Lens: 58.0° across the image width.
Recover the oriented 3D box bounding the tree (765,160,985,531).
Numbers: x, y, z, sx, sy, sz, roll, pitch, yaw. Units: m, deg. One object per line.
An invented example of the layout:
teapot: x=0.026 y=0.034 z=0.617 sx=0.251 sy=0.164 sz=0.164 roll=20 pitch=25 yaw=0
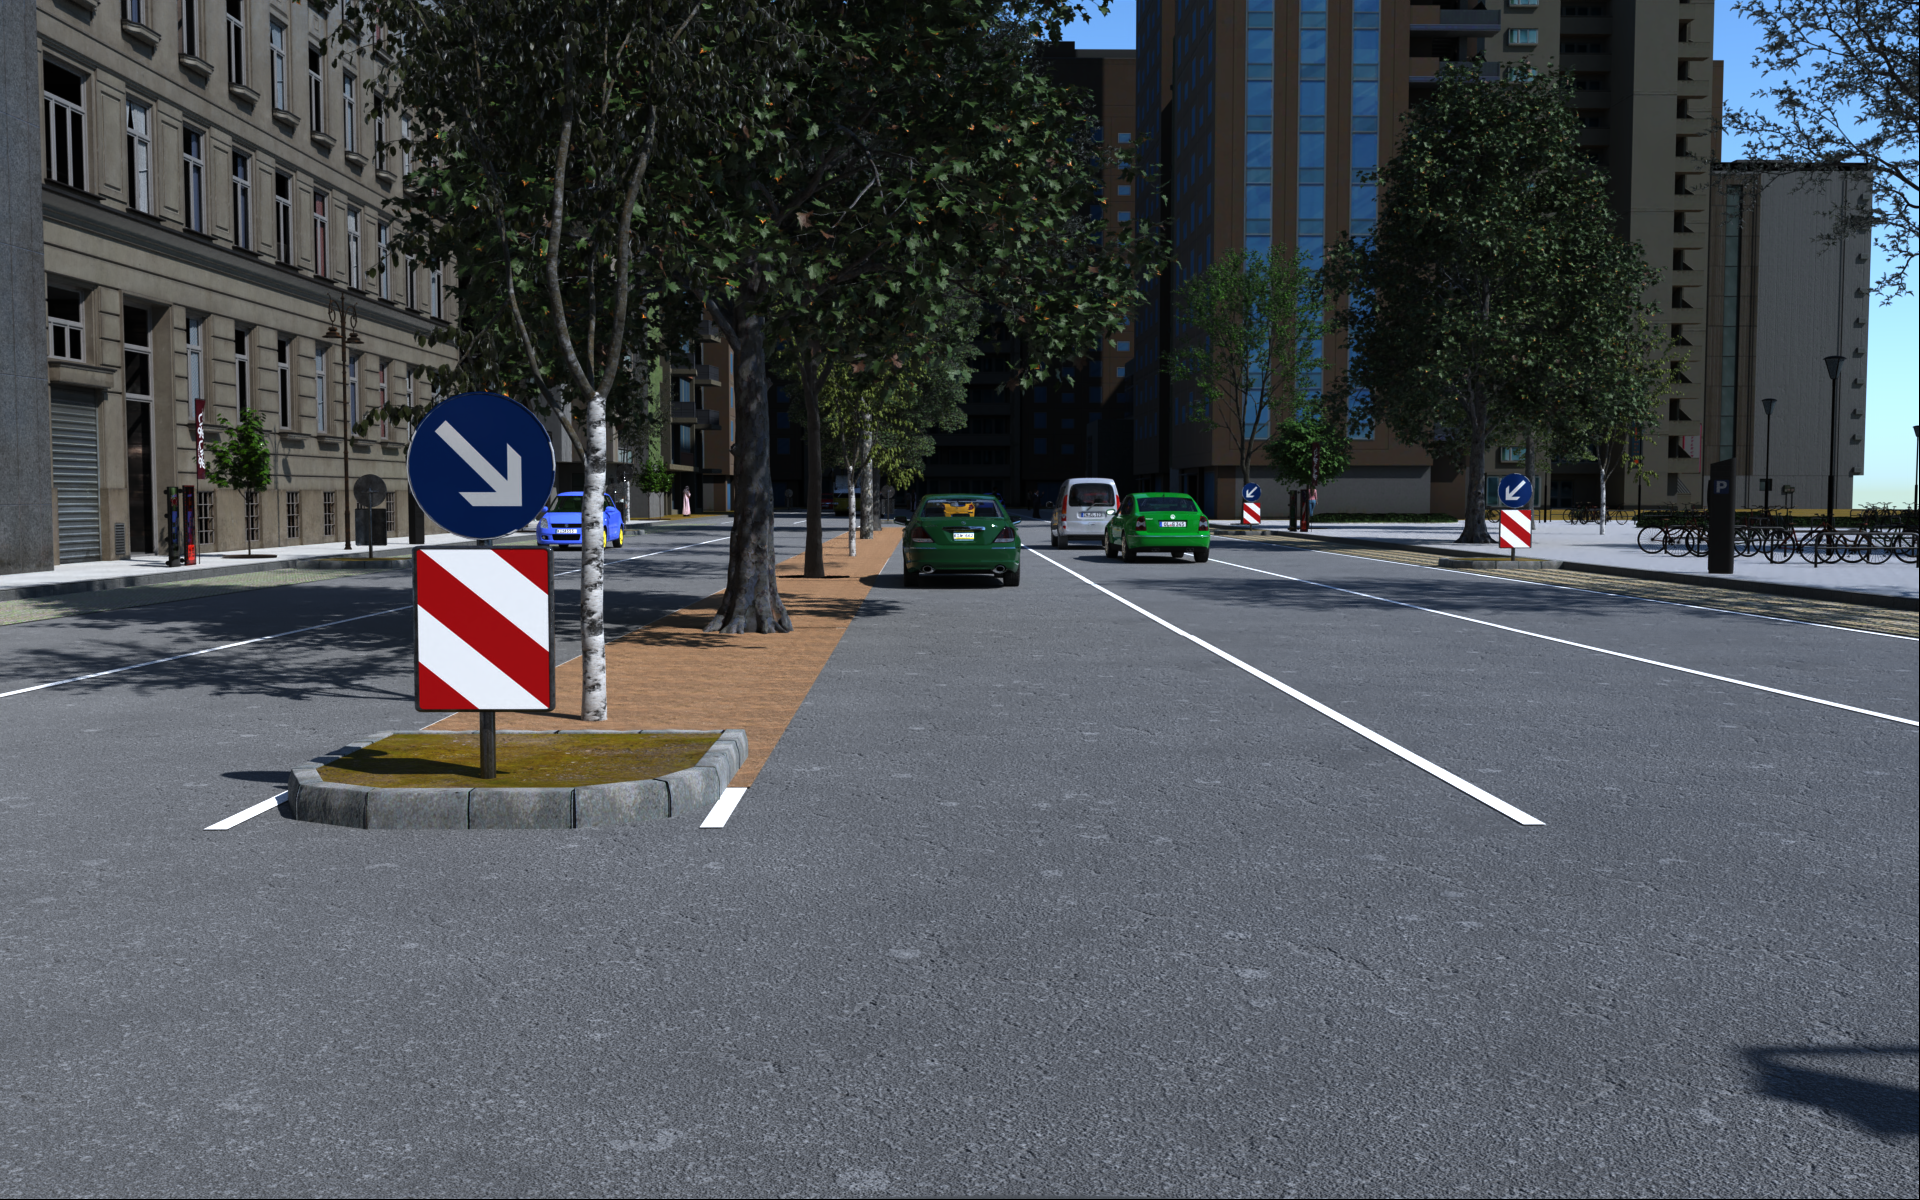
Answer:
tree: x=-3.400 y=-9.657 z=67.006 sx=9.857 sy=13.997 sz=8.962 roll=0 pitch=3 yaw=0

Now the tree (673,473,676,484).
tree: x=-14.957 y=-5.633 z=86.705 sx=1.663 sy=3.219 sz=1.824 roll=0 pitch=3 yaw=0

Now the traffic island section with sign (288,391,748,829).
traffic island section with sign: x=-2.130 y=-0.012 z=8.340 sx=2.006 sy=1.907 sz=1.989 roll=0 pitch=4 yaw=-1

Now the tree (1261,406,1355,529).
tree: x=12.845 y=-4.910 z=63.999 sx=4.285 sy=4.588 sz=4.351 roll=0 pitch=3 yaw=0

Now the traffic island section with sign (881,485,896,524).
traffic island section with sign: x=-3.489 y=-4.607 z=83.467 sx=2.006 sy=1.907 sz=1.989 roll=0 pitch=4 yaw=-1

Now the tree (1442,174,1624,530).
tree: x=20.154 y=-8.794 z=61.912 sx=7.486 sy=12.596 sz=7.792 roll=0 pitch=3 yaw=0

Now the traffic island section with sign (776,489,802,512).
traffic island section with sign: x=-13.526 y=-7.868 z=137.270 sx=1.989 sy=1.847 sz=2.006 roll=0 pitch=4 yaw=-1

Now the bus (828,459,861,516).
bus: x=-7.014 y=-7.610 z=115.968 sx=2.896 sy=3.916 sz=12.252 roll=0 pitch=4 yaw=-1

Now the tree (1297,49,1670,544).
tree: x=13.549 y=-7.816 z=44.803 sx=9.611 sy=12.733 sz=9.660 roll=0 pitch=3 yaw=0

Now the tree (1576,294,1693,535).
tree: x=20.369 y=-6.359 z=54.334 sx=4.737 sy=8.622 sz=4.395 roll=0 pitch=3 yaw=0

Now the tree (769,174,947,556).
tree: x=-2.413 y=-5.280 z=39.155 sx=4.737 sy=8.622 sz=4.395 roll=0 pitch=3 yaw=0

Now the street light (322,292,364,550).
street light: x=-14.142 y=-4.101 z=39.845 sx=0.468 sy=5.910 sz=1.993 roll=0 pitch=4 yaw=-1

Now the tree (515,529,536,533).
tree: x=-14.560 y=-3.878 z=58.001 sx=1.663 sy=3.219 sz=1.824 roll=0 pitch=3 yaw=0

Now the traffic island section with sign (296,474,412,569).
traffic island section with sign: x=-11.676 y=-1.546 z=33.912 sx=1.989 sy=1.847 sz=2.006 roll=0 pitch=4 yaw=-1

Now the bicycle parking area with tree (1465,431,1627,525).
bicycle parking area with tree: x=27.539 y=-5.437 z=75.891 sx=9.016 sy=4.147 sz=8.231 roll=-1 pitch=4 yaw=-15

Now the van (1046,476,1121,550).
van: x=3.339 y=-2.392 z=46.119 sx=2.013 sy=2.044 sz=4.112 roll=0 pitch=4 yaw=-1

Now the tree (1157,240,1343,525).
tree: x=11.920 y=-8.941 z=71.933 sx=9.928 sy=11.665 sz=9.643 roll=0 pitch=3 yaw=0

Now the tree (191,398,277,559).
tree: x=-14.310 y=-2.467 z=34.934 sx=1.663 sy=3.219 sz=1.824 roll=0 pitch=3 yaw=0

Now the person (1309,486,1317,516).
person: x=16.359 y=-4.554 z=80.508 sx=0.555 sy=1.821 sz=0.388 roll=-1 pitch=4 yaw=-14

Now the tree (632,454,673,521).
tree: x=-15.061 y=-5.468 z=84.000 sx=1.663 sy=3.219 sz=1.824 roll=0 pitch=3 yaw=0

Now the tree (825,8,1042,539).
tree: x=-4.195 y=-12.039 z=55.191 sx=12.611 sy=20.169 sz=13.585 roll=0 pitch=3 yaw=0

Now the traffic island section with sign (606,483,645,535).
traffic island section with sign: x=-12.154 y=-3.195 z=60.863 sx=1.989 sy=1.847 sz=2.006 roll=0 pitch=4 yaw=-1

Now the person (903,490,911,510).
person: x=-4.742 y=-9.128 z=157.743 sx=0.705 sy=1.824 sz=1.348 roll=2 pitch=4 yaw=33

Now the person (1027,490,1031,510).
person: x=6.165 y=-8.893 z=153.911 sx=0.705 sy=1.823 sz=1.348 roll=0 pitch=4 yaw=3

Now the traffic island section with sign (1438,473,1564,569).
traffic island section with sign: x=10.456 y=-1.538 z=33.776 sx=1.989 sy=1.847 sz=2.006 roll=0 pitch=4 yaw=-1

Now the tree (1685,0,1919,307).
tree: x=13.751 y=-6.659 z=19.250 sx=12.009 sy=13.543 sz=11.850 roll=0 pitch=3 yaw=0

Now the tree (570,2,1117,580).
tree: x=-2.442 y=-7.097 z=28.860 sx=12.009 sy=13.543 sz=11.850 roll=0 pitch=3 yaw=0

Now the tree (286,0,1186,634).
tree: x=-2.178 y=-6.018 z=17.853 sx=9.611 sy=12.733 sz=9.660 roll=0 pitch=3 yaw=0

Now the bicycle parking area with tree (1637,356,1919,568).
bicycle parking area with tree: x=18.241 y=-2.841 z=33.460 sx=9.016 sy=4.147 sz=8.231 roll=1 pitch=4 yaw=15

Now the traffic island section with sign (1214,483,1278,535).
traffic island section with sign: x=9.973 y=-3.186 z=60.727 sx=1.989 sy=1.847 sz=2.006 roll=0 pitch=4 yaw=-1

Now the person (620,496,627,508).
person: x=-15.004 y=-4.058 z=77.080 sx=0.332 sy=1.250 sz=0.352 roll=1 pitch=4 yaw=11

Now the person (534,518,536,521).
person: x=-20.177 y=-4.492 z=81.291 sx=0.589 sy=1.601 sz=0.330 roll=0 pitch=4 yaw=-3

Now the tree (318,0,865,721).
tree: x=-2.328 y=-3.552 z=10.901 sx=4.360 sy=8.622 sz=3.978 roll=0 pitch=3 yaw=0
